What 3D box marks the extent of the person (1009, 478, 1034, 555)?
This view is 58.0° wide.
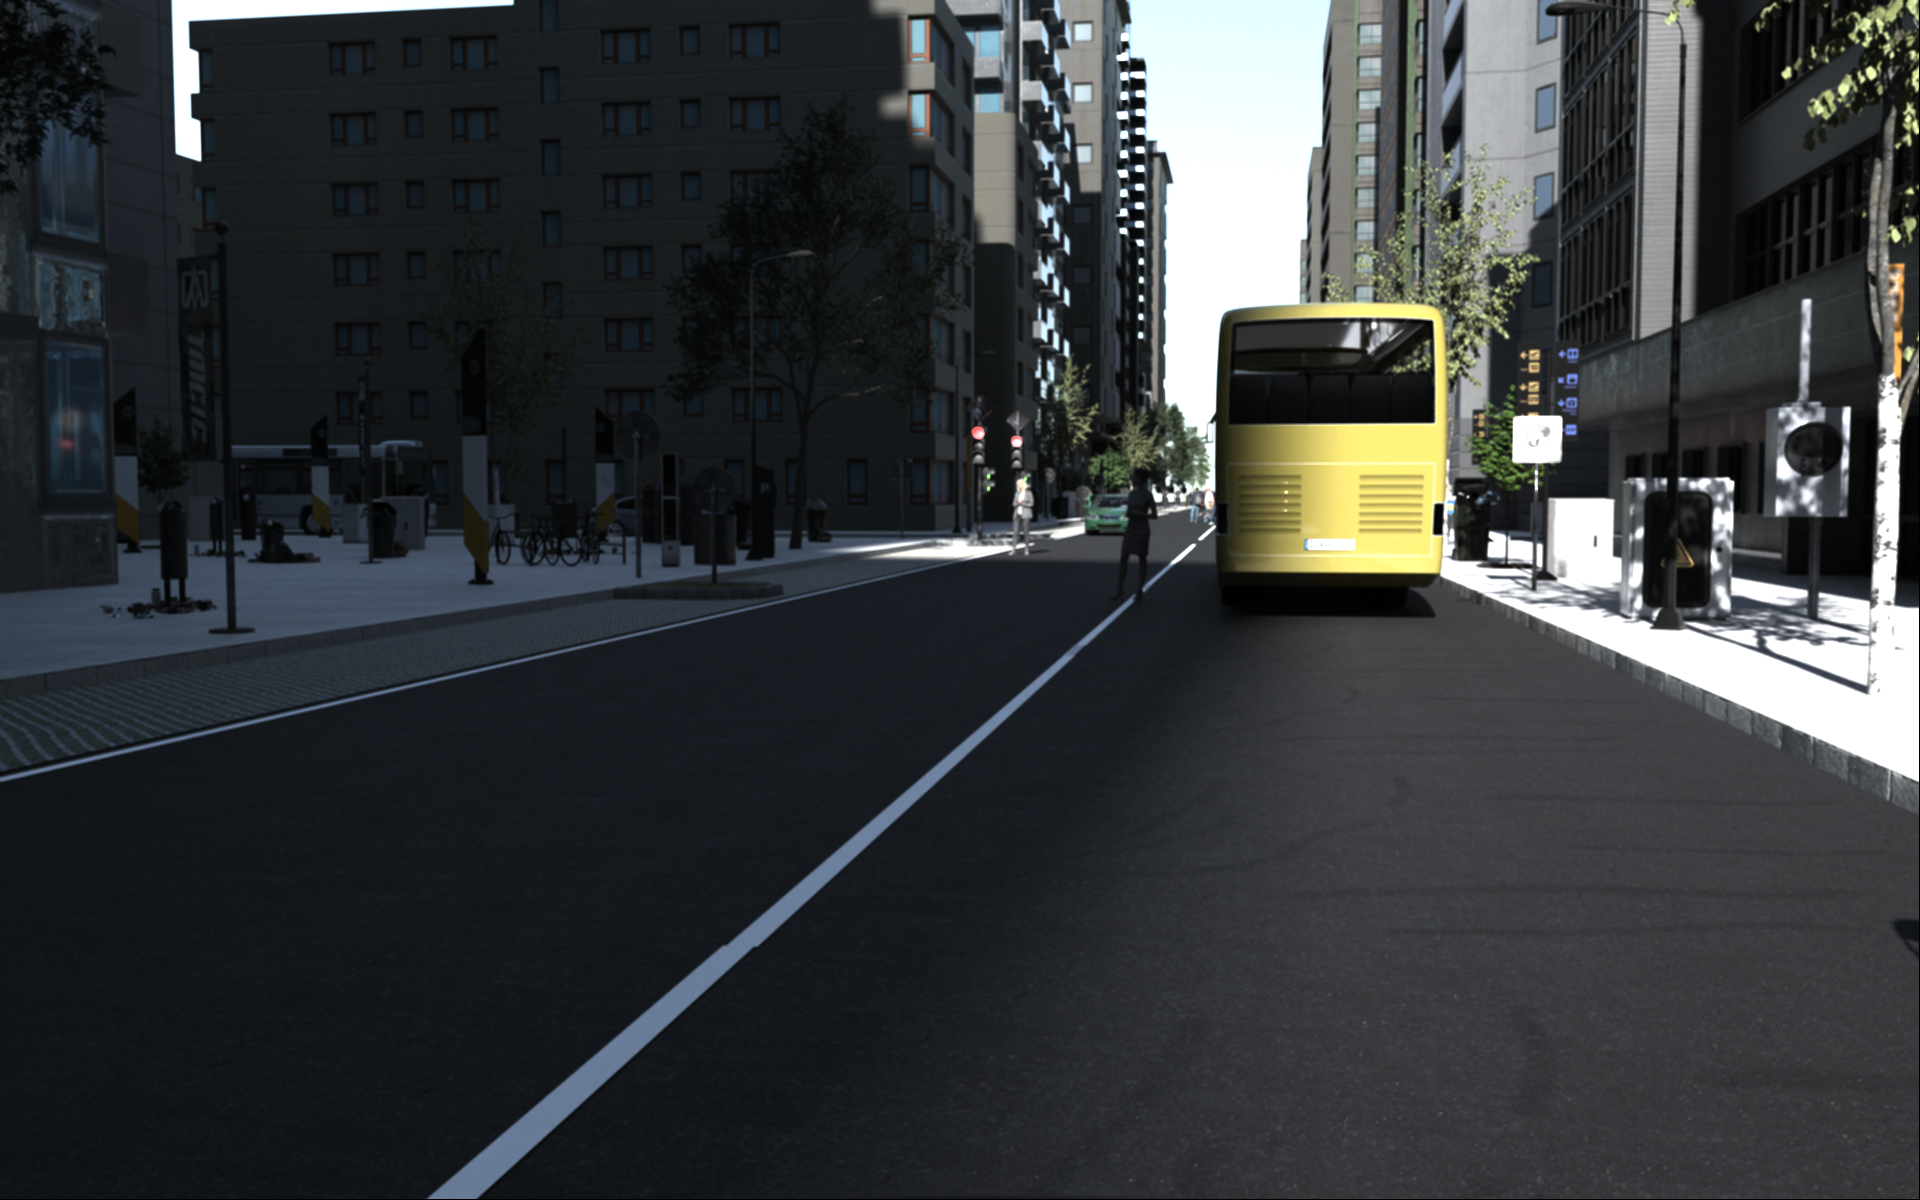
[{"bbox_3d":[1.475,-1.974,40.959,0.537,1.800,0.526,2,4,34],"label":"person"}]

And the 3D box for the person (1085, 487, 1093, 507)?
[{"bbox_3d":[6.102,-4.552,83.175,0.600,1.795,0.529,0,4,7],"label":"person"}]

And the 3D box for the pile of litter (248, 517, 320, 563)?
[{"bbox_3d":[-12.780,-1.146,32.695,1.176,0.858,1.719,-3,4,-37],"label":"pile of litter"}]

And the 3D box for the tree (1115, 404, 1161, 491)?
[{"bbox_3d":[14.425,-11.798,143.263,4.737,8.622,4.395,0,3,0],"label":"tree"}]

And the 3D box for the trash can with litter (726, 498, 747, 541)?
[{"bbox_3d":[-6.251,-2.171,46.888,1.055,1.170,0.624,2,4,27],"label":"trash can with litter"}]

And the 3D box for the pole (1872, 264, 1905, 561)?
[{"bbox_3d":[8.289,-1.323,15.480,0.158,3.312,0.155,0,3,0],"label":"pole"}]

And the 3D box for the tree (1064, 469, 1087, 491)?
[{"bbox_3d":[8.569,-8.253,129.537,1.663,3.219,1.824,0,3,0],"label":"tree"}]

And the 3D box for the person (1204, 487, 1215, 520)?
[{"bbox_3d":[13.412,-5.187,93.537,0.641,1.798,0.478,-1,4,-22],"label":"person"}]

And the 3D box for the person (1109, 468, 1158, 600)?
[{"bbox_3d":[2.347,-0.888,23.366,0.599,1.781,0.374,3,5,43],"label":"person"}]

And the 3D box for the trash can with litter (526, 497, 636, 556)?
[{"bbox_3d":[-8.020,-1.576,36.828,2.233,1.210,1.678,0,4,-7],"label":"trash can with litter"}]

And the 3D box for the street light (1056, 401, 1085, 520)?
[{"bbox_3d":[5.519,-6.982,86.694,1.470,5.913,1.316,1,4,10],"label":"street light"}]

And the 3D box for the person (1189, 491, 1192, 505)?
[{"bbox_3d":[28.966,-12.808,218.000,1.348,1.812,0.705,-3,5,-41],"label":"person"}]

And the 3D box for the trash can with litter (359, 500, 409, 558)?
[{"bbox_3d":[-11.623,-1.445,35.020,0.624,1.170,1.055,0,4,8],"label":"trash can with litter"}]

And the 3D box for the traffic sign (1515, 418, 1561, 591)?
[{"bbox_3d":[7.617,-1.271,22.916,0.606,2.300,0.079,1,4,10],"label":"traffic sign"}]

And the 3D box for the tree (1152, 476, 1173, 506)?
[{"bbox_3d":[25.221,-13.505,215.411,1.663,3.219,1.824,0,3,0],"label":"tree"}]

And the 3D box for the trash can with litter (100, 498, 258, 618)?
[{"bbox_3d":[-8.798,-0.477,18.856,1.678,1.210,2.233,0,4,-7],"label":"trash can with litter"}]

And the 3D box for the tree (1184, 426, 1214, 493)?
[{"bbox_3d":[38.498,-22.634,288.198,7.486,12.596,7.792,0,3,0],"label":"tree"}]

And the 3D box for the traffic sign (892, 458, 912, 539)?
[{"bbox_3d":[-1.668,-2.913,49.754,0.606,2.300,0.079,1,4,14],"label":"traffic sign"}]

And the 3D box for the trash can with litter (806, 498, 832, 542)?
[{"bbox_3d":[-3.712,-2.142,46.406,0.624,1.170,1.055,-2,4,-29],"label":"trash can with litter"}]

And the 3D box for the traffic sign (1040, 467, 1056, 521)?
[{"bbox_3d":[4.162,-5.034,82.415,0.768,2.556,0.104,1,4,17],"label":"traffic sign"}]

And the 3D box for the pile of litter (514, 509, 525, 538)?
[{"bbox_3d":[-13.279,-2.238,50.559,1.176,0.858,1.719,-2,4,-33],"label":"pile of litter"}]

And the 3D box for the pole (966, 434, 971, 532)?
[{"bbox_3d":[0.300,-3.965,58.669,0.158,3.312,0.155,0,3,0],"label":"pole"}]

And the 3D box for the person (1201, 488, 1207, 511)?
[{"bbox_3d":[17.792,-7.165,125.416,0.659,1.850,0.755,3,4,37],"label":"person"}]

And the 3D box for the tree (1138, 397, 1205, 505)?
[{"bbox_3d":[24.195,-17.622,205.129,9.611,12.733,9.660,0,3,0],"label":"tree"}]

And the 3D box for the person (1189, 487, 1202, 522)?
[{"bbox_3d":[11.903,-4.811,87.506,0.623,1.781,0.721,0,4,3],"label":"person"}]

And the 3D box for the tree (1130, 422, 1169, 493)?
[{"bbox_3d":[18.905,-13.486,170.854,4.360,8.622,3.978,0,3,0],"label":"tree"}]

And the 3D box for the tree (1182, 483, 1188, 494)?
[{"bbox_3d":[34.724,-16.750,268.465,1.663,3.219,1.824,0,3,0],"label":"tree"}]

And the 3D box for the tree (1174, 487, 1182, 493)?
[{"bbox_3d":[28.204,-14.497,231.627,1.663,3.219,1.824,0,3,0],"label":"tree"}]

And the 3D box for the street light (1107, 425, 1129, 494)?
[{"bbox_3d":[10.475,-8.775,116.018,1.470,5.913,1.316,1,4,10],"label":"street light"}]

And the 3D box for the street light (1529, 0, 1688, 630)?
[{"bbox_3d":[6.209,-2.682,16.388,1.470,5.913,1.316,1,4,10],"label":"street light"}]

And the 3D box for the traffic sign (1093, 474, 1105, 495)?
[{"bbox_3d":[8.796,-6.690,109.488,0.768,2.556,0.104,1,4,18],"label":"traffic sign"}]

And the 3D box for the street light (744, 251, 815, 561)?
[{"bbox_3d":[-3.463,-3.718,33.328,1.470,5.913,1.316,1,4,10],"label":"street light"}]

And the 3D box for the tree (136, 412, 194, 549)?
[{"bbox_3d":[-19.084,-2.838,40.997,1.663,3.219,1.824,0,3,0],"label":"tree"}]

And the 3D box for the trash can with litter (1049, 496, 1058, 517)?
[{"bbox_3d":[5.382,-5.305,98.129,0.624,1.170,1.055,1,4,9],"label":"trash can with litter"}]

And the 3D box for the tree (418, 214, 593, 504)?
[{"bbox_3d":[-12.236,-5.877,46.457,4.737,8.622,4.395,0,3,0],"label":"tree"}]

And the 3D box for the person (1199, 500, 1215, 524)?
[{"bbox_3d":[11.862,-4.163,82.064,0.738,1.151,1.012,-1,4,-19],"label":"person"}]

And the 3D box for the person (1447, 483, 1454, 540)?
[{"bbox_3d":[14.733,-2.661,52.191,0.537,1.800,0.526,0,4,7],"label":"person"}]

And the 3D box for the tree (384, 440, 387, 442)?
[{"bbox_3d":[-20.166,-4.073,61.191,1.663,3.219,1.824,0,3,0],"label":"tree"}]

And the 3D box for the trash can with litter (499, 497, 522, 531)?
[{"bbox_3d":[-15.621,-2.977,60.057,1.055,1.170,0.624,2,4,31],"label":"trash can with litter"}]

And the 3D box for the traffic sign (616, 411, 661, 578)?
[{"bbox_3d":[-4.921,-1.611,26.445,0.768,2.556,0.104,1,4,19],"label":"traffic sign"}]

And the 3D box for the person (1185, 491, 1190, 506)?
[{"bbox_3d":[24.575,-10.864,186.852,0.721,1.736,1.217,2,4,28],"label":"person"}]
